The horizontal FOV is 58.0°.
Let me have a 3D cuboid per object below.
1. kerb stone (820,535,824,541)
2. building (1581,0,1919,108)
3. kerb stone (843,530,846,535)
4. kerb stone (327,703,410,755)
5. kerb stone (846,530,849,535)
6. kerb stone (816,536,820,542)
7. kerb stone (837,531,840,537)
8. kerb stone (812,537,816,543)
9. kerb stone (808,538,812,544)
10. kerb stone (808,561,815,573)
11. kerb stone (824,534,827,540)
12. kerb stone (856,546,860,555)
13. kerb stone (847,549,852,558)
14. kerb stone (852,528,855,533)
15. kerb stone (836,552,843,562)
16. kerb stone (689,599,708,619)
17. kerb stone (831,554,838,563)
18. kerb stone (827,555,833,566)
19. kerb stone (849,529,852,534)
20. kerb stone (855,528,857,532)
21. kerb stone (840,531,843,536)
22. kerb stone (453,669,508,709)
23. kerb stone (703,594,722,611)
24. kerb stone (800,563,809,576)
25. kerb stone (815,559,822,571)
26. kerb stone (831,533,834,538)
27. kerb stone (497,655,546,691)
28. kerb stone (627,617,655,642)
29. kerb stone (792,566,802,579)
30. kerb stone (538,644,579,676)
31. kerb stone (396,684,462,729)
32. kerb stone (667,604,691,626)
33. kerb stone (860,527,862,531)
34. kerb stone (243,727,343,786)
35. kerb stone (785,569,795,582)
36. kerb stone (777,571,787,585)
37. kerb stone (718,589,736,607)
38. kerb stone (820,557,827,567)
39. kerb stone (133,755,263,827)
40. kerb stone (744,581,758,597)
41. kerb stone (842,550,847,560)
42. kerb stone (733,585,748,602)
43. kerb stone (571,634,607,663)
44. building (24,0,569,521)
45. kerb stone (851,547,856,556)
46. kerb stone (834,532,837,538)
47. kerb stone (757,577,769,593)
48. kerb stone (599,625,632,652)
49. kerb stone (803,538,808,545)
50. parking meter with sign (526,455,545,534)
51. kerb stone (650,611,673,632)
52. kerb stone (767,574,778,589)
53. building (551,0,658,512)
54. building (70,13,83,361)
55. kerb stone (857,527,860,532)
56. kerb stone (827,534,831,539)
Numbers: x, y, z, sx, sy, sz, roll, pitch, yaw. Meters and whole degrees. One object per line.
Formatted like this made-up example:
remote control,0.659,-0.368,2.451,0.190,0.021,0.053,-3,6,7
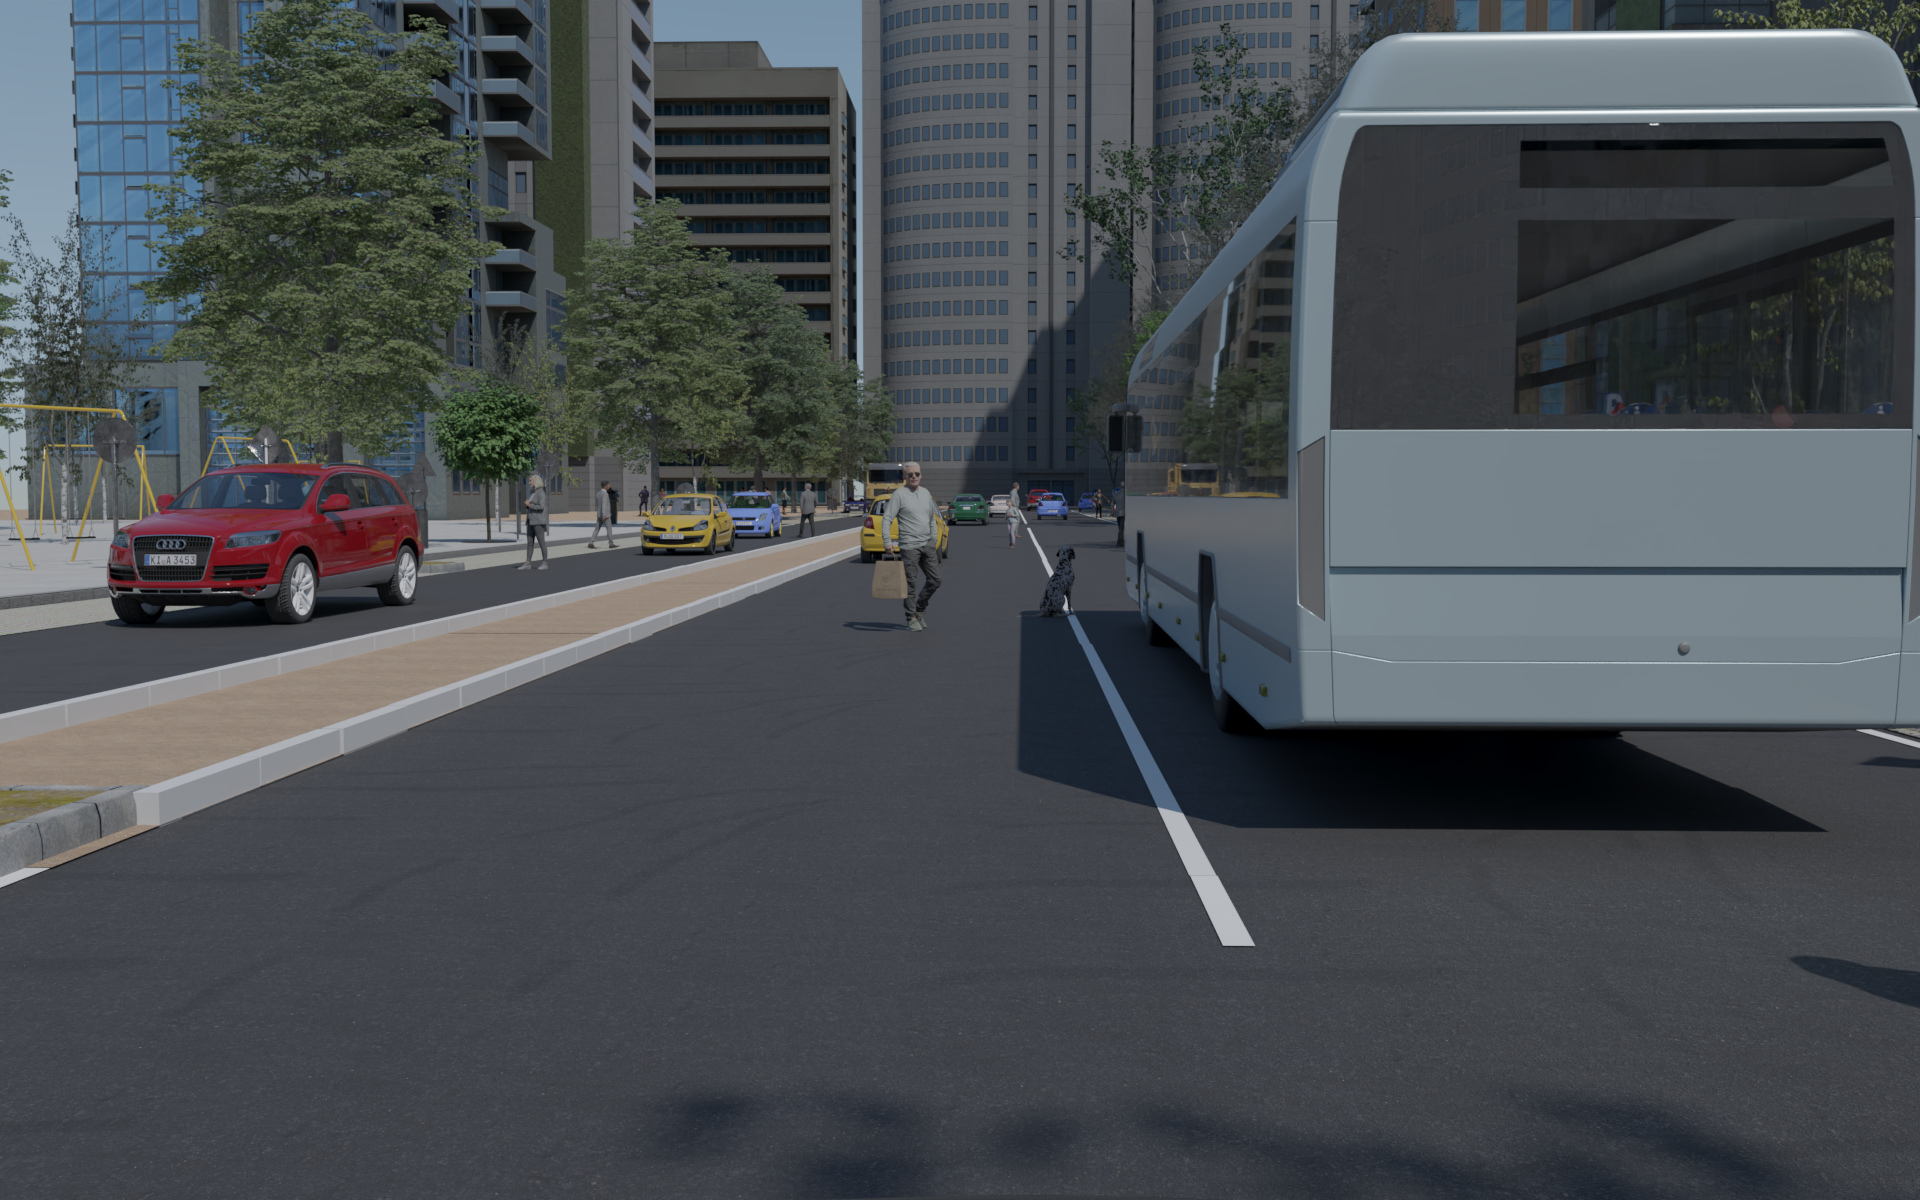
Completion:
kerb stone,-4.290,-1.826,52.058,0.120,0.150,1.000,0,4,2
building,29.579,-23.068,60.753,14.154,41.232,14.086,0,4,2
kerb stone,-4.075,-2.265,59.228,0.120,0.150,1.000,0,4,2
kerb stone,-3.423,0.747,9.995,0.120,0.150,1.000,0,4,2
kerb stone,-4.050,-2.328,60.252,0.120,0.150,1.000,0,4,2
kerb stone,-4.319,-1.764,51.036,0.120,0.150,1.000,0,4,2
kerb stone,-4.141,-2.136,57.167,0.120,0.150,1.000,0,4,2
kerb stone,-4.350,-1.701,50.014,0.120,0.150,1.000,0,4,2
kerb stone,-4.375,-1.637,48.987,0.120,0.150,1.000,0,4,2
kerb stone,-2.794,-0.571,31.528,0.120,0.150,1.000,0,4,2
kerb stone,-4.254,-1.882,53.080,0.120,0.150,1.000,0,4,2
kerb stone,-2.515,-1.135,40.756,0.120,0.150,1.000,0,4,2
kerb stone,-2.584,-1.004,38.698,0.120,0.150,1.000,0,4,2
kerb stone,-3.989,-2.451,62.301,0.120,0.150,1.000,0,4,2
kerb stone,-2.646,-0.884,36.653,0.120,0.150,1.000,0,4,2
kerb stone,-3.127,0.124,20.238,0.120,0.150,1.000,0,4,2
kerb stone,-2.678,-0.821,35.623,0.120,0.150,1.000,0,4,2
kerb stone,-2.699,-0.755,34.599,0.120,0.150,1.000,0,4,2
kerb stone,-4.018,-2.390,61.273,0.120,0.150,1.000,0,4,2
kerb stone,-3.954,-2.515,63.323,0.120,0.150,1.000,0,4,2
kerb stone,-4.109,-2.202,58.196,0.120,0.150,1.000,0,4,2
kerb stone,-3.366,0.621,12.042,0.120,0.150,1.000,0,4,2
kerb stone,-3.101,0.057,21.259,0.120,0.150,1.000,0,4,2
kerb stone,-2.817,-0.507,30.492,0.120,0.150,1.000,0,4,2
kerb stone,-2.764,-0.626,32.551,0.120,0.150,1.000,0,4,2
kerb stone,-4.206,-2.014,55.123,0.120,0.150,1.000,0,4,2
kerb stone,-3.337,0.558,13.067,0.120,0.150,1.000,0,4,2
kerb stone,-3.210,0.308,17.159,0.120,0.150,1.000,0,4,2
kerb stone,-2.849,-0.445,29.470,0.120,0.150,1.000,0,4,2
kerb stone,-3.305,0.496,14.089,0.120,0.150,1.000,0,4,2
kerb stone,-3.401,0.684,11.016,0.120,0.150,1.000,0,4,2
kerb stone,-3.160,0.183,19.204,0.120,0.150,1.000,0,4,2
kerb stone,-3.894,-2.641,65.376,0.120,0.150,1.000,0,4,2
kerb stone,-3.461,0.810,8.966,0.120,0.150,1.000,0,4,2
kerb stone,-2.880,-0.379,28.449,0.120,0.150,1.000,0,4,2
kerb stone,-2.911,-0.320,27.427,0.120,0.150,1.000,0,4,2
kerb stone,-3.062,-0.006,22.298,0.120,0.150,1.000,0,4,2
kerb stone,-2.734,-0.696,33.577,0.120,0.150,1.000,0,4,2
kerb stone,-3.487,0.872,7.944,0.120,0.150,1.000,0,4,2
kerb stone,-3.008,-0.132,24.356,0.120,0.150,1.000,0,4,2
kerb stone,-2.615,-0.947,37.676,0.120,0.150,1.000,0,4,2
kerb stone,-3.030,-0.068,23.325,0.120,0.150,1.000,0,4,2
kerb stone,-3.276,0.436,15.111,0.120,0.150,1.000,0,4,2
building,-35.536,-47.969,96.959,22.319,86.520,31.000,0,4,2
kerb stone,-2.551,-1.073,39.735,0.120,0.150,1.000,0,4,2
kerb stone,-4.173,-2.068,56.145,0.120,0.150,1.000,0,4,2
kerb stone,-2.969,-0.195,25.378,0.120,0.150,1.000,0,4,2
kerb stone,-3.250,0.371,16.138,0.120,0.150,1.000,0,4,2
kerb stone,-4.407,-1.575,47.966,0.120,0.150,1.000,0,4,2
parking meter with sign,-13.262,-3.525,53.901,0.543,3.016,1.738,-2,4,-24
kerb stone,-3.195,0.247,18.181,0.120,0.150,1.000,0,4,2
kerb stone,-2.939,-0.257,26.399,0.120,0.150,1.000,0,4,2
building,-38.407,-36.181,133.562,28.212,58.520,21.231,0,4,2
building,-59.833,-29.853,138.215,14.200,45.320,14.600,0,4,2
kerb stone,-3.928,-2.578,64.352,0.120,0.150,1.000,0,4,2
kerb stone,-4.234,-1.951,54.101,0.120,0.150,1.000,0,4,2
